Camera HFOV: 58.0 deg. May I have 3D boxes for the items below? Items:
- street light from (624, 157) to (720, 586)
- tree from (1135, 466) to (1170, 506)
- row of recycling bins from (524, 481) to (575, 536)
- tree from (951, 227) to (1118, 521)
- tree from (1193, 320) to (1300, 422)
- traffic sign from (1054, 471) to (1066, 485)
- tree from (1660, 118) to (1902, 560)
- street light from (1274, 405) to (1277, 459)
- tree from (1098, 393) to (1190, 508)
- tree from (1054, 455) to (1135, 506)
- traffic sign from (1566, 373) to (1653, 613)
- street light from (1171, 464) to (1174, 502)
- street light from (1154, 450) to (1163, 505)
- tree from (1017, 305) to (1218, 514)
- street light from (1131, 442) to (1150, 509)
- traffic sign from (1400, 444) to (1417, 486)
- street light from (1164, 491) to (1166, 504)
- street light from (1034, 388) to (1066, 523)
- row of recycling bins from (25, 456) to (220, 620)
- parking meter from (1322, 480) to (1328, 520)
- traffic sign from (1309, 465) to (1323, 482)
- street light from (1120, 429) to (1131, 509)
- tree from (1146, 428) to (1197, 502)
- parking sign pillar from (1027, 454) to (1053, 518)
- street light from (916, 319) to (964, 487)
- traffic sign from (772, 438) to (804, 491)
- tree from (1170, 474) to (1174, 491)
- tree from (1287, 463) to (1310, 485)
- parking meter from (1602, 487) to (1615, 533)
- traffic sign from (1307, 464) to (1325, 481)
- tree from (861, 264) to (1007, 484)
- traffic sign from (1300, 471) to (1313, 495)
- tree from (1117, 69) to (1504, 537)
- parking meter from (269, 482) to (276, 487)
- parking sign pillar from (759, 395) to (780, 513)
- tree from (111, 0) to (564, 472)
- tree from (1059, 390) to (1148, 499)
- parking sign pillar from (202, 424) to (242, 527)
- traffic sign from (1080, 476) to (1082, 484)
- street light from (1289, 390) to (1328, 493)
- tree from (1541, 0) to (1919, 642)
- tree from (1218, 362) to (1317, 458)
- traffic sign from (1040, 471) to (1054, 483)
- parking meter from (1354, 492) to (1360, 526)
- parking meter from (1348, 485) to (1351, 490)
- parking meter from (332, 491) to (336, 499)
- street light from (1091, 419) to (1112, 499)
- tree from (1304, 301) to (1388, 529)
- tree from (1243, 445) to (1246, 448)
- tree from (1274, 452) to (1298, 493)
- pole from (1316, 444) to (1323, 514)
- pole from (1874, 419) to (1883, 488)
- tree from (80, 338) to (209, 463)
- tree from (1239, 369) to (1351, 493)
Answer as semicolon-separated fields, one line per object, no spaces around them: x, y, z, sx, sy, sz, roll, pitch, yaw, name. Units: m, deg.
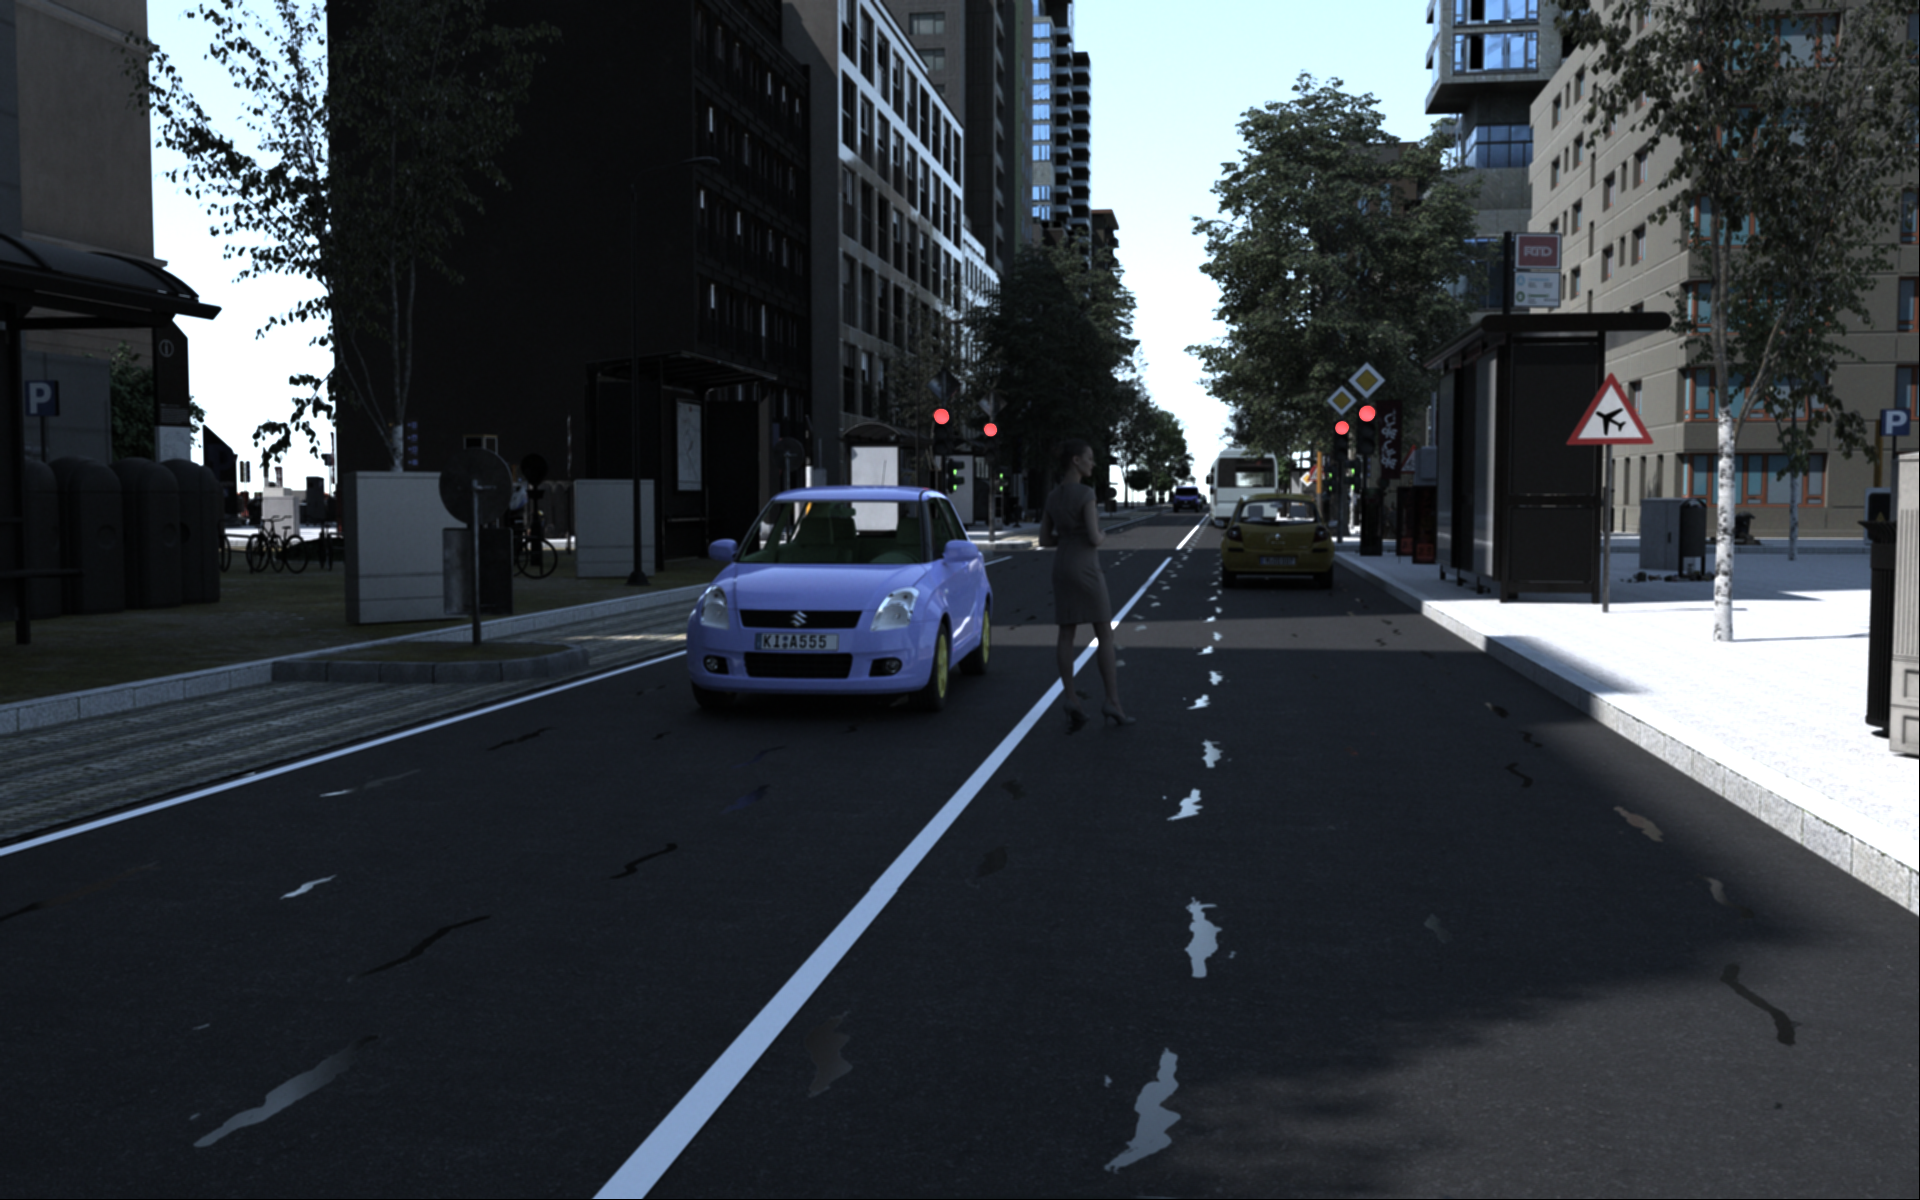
-4.002;-3.154;24.114;1.470;5.913;1.316;1;4;9;street light
19.598;-12.593;189.608;4.285;4.588;4.351;0;3;0;tree
-12.501;-2.831;53.392;1.069;1.692;3.534;0;4;6;row of recycling bins
4.064;-10.820;83.565;9.857;13.997;8.962;0;3;0;tree
30.675;-19.956;182.164;12.611;20.169;13.585;0;3;0;tree
5.528;-5.781;94.630;0.768;2.556;0.104;1;4;12;traffic sign
15.898;-5.074;33.318;4.737;8.622;4.395;0;3;0;tree
16.478;-7.134;89.189;1.470;5.913;1.316;1;4;9;street light
15.528;-14.523;163.208;9.928;11.665;9.643;0;3;0;tree
7.073;-7.213;101.645;4.285;4.588;4.351;0;3;0;tree
6.989;-1.142;18.680;0.884;2.594;0.081;1;4;13;traffic sign
28.199;-15.980;233.807;1.470;5.913;1.316;1;4;9;street light
20.296;-12.811;181.998;1.470;5.913;1.316;1;4;9;street light
8.490;-12.361;112.469;12.009;13.543;11.850;0;3;0;tree
15.730;-10.995;152.307;1.470;5.913;1.316;1;4;9;street light
11.850;-2.770;45.285;0.884;2.594;0.081;1;4;17;traffic sign
23.544;-14.164;204.130;1.470;5.913;1.316;1;4;9;street light
3.934;-6.325;75.952;1.470;5.913;1.316;1;4;9;street light
-9.445;-0.737;19.158;1.069;1.692;3.534;1;4;12;row of recycling bins
14.790;-3.951;70.310;0.255;1.863;0.399;1;4;10;parking meter
15.455;-4.562;74.702;0.768;2.556;0.104;1;4;17;traffic sign
11.048;-9.137;121.926;1.470;5.913;1.316;1;4;9;street light
33.422;-21.962;276.082;9.611;12.733;9.660;0;3;0;tree
4.262;-6.352;92.332;1.447;3.967;1.447;0;4;-5;parking sign pillar
-0.591;-4.509;46.255;1.470;5.913;1.316;1;4;9;street light
-3.899;-2.391;39.201;0.768;2.556;0.104;1;4;16;traffic sign
25.267;-14.463;220.185;4.285;4.588;4.351;0;3;0;tree
20.704;-6.806;105.884;1.663;3.219;1.824;0;3;0;tree
21.676;-3.027;57.899;0.372;1.533;0.369;0;3;0;parking meter
14.699;-4.354;71.197;0.884;2.594;0.081;1;4;13;traffic sign
-0.604;-6.493;56.528;4.360;8.622;3.978;0;3;0;tree
17.391;-5.231;86.715;0.795;2.450;0.064;1;4;11;traffic sign
11.426;-8.886;51.948;9.857;13.997;8.962;0;3;0;tree
-33.519;-4.817;84.461;0.255;1.863;0.399;-1;4;-12;parking meter
-5.534;-3.620;47.660;1.447;3.967;1.447;3;5;42;parking sign pillar
-6.228;-4.156;18.312;4.360;8.622;3.978;0;3;0;tree
11.313;-12.405;137.238;7.601;10.594;8.767;-1;4;-22;tree
-28.791;-4.829;67.420;1.447;3.967;1.447;1;4;22;parking sign pillar
6.204;-5.520;92.383;0.606;2.300;0.079;1;4;18;traffic sign
12.031;-5.316;59.462;1.470;5.913;1.316;1;4;9;street light
6.797;-3.931;14.640;4.360;8.622;3.978;0;3;0;tree
27.126;-14.646;149.834;12.009;13.543;11.850;0;3;0;tree
4.566;-5.550;90.851;0.768;2.556;0.104;1;4;18;traffic sign
15.888;-3.741;69.574;0.372;1.533;0.369;0;3;0;parking meter
21.073;-5.405;94.079;0.255;1.863;0.399;1;4;20;parking meter
-43.881;-6.925;121.631;0.372;1.533;0.369;0;3;0;parking meter
8.462;-8.141;105.649;1.470;5.913;1.316;1;4;9;street light
14.111;-6.898;63.137;4.360;8.622;3.978;0;3;0;tree
39.062;-18.776;225.107;7.486;12.596;7.792;0;3;0;tree
25.582;-9.462;138.418;4.285;4.588;4.351;0;3;0;tree
13.773;-4.436;66.364;0.158;3.312;0.155;0;3;0;pole
25.107;-3.274;47.375;0.158;3.312;0.155;0;3;0;pole
-17.630;-3.233;36.576;4.285;4.588;4.351;0;3;0;tree
21.554;-10.828;111.451;7.601;10.594;8.767;0;4;5;tree
